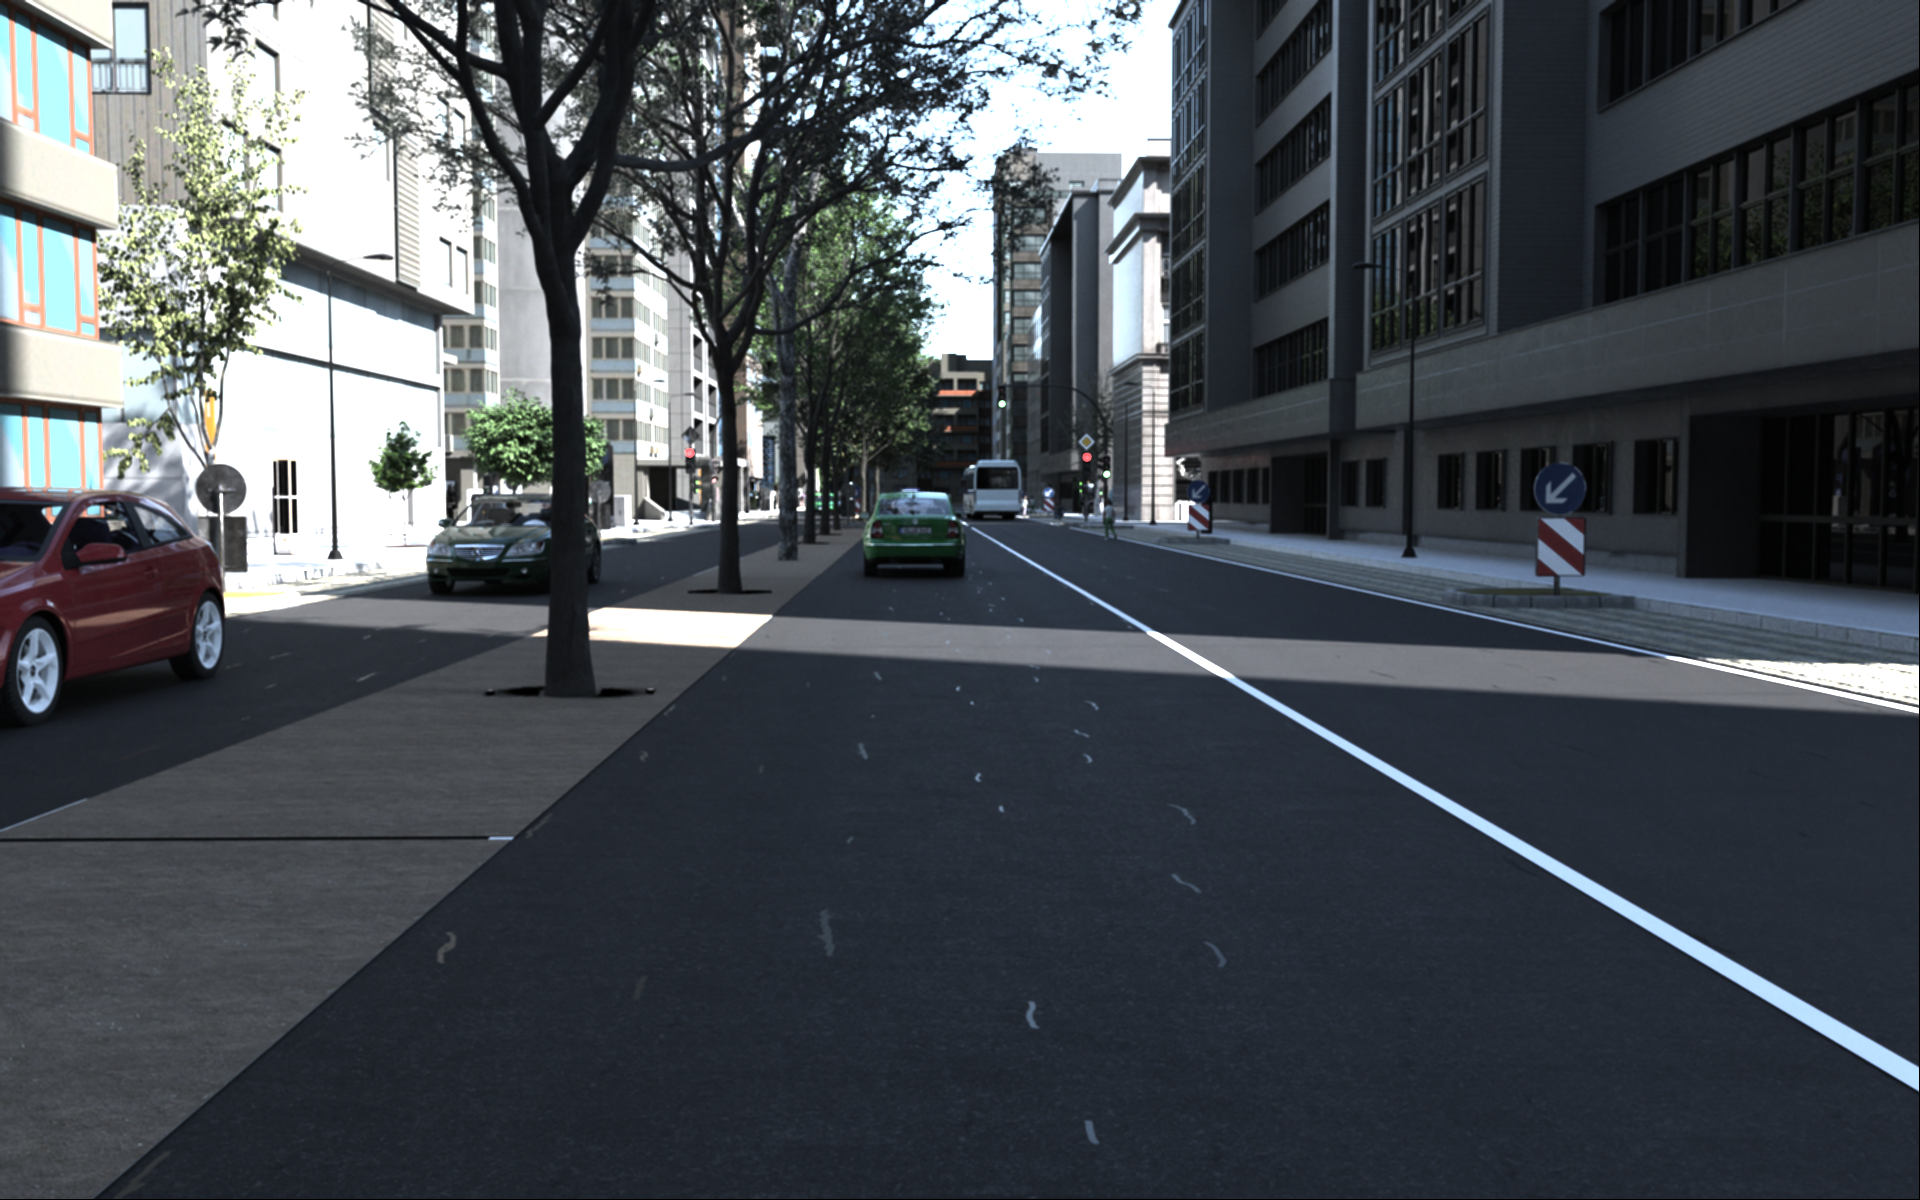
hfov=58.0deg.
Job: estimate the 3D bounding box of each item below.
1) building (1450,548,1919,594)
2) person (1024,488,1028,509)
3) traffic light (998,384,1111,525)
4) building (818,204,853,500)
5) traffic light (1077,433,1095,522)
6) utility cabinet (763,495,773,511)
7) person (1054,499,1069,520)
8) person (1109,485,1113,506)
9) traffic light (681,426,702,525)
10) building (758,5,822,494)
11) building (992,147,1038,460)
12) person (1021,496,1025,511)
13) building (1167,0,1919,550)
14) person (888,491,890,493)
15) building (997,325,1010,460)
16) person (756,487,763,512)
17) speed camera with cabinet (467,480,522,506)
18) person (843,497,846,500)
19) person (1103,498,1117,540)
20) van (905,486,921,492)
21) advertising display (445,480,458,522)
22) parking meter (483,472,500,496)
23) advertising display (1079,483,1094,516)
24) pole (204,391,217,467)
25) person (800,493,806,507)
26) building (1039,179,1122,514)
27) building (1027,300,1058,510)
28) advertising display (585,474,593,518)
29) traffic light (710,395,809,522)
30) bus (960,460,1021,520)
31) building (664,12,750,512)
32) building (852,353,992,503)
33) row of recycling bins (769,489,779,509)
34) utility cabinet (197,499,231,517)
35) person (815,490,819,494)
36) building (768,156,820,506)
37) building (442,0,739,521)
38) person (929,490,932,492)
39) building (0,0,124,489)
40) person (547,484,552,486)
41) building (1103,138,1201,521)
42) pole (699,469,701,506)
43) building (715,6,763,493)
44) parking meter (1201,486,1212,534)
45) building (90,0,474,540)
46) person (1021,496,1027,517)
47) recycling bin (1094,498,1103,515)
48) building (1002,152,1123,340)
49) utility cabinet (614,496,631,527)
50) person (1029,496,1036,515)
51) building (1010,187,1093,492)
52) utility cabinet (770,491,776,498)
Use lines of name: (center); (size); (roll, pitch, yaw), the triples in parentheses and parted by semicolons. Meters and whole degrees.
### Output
building: (16.789, -12.683, 26.436); (14.314, 24.678, 30.058); (0, 4, -2)
person: (5.794, -8.948, 152.360); (0.388, 1.821, 0.555); (1, 4, 15)
traffic light: (3.947, -5.949, 71.930); (4.771, 5.953, 1.251); (0, 4, -2)
building: (-26.231, -38.188, 248.067); (21.600, 48.544, 21.300); (0, 4, -2)
traffic light: (5.824, -5.577, 80.109); (0.839, 4.253, 0.868); (0, 4, -2)
utility cabinet: (-14.722, -7.406, 132.254); (1.020, 1.237, 0.306); (3, 4, 38)
person: (5.522, -4.967, 95.212); (1.012, 1.151, 0.738); (-2, 4, -31)
person: (8.336, -5.461, 95.346); (0.620, 1.820, 0.660); (-2, 4, -30)
traffic light: (-11.119, -5.060, 71.658); (0.839, 4.253, 0.868); (0, 4, -2)
building: (-33.348, -55.358, 217.776); (31.000, 86.520, 22.319); (0, 4, -2)
building: (11.385, -35.098, 223.965); (14.600, 45.320, 14.200); (0, 4, -2)
person: (4.886, -7.730, 135.062); (0.419, 1.800, 0.721); (-1, 4, -20)
building: (15.843, -14.517, 56.423); (14.314, 24.678, 30.058); (0, 4, -2)
person: (-8.087, -11.669, 200.002); (0.721, 1.735, 1.217); (-1, 4, -14)
building: (18.542, -21.040, 189.046); (27.650, 21.520, 28.899); (0, 4, -2)
person: (-14.416, -7.250, 125.004); (0.576, 1.772, 0.534); (1, 4, 17)
speed camera with cabinet: (-17.999, -4.439, 66.917); (2.038, 3.252, 0.660); (-1, 4, -17)
person: (-15.461, -13.651, 231.632); (1.348, 1.831, 0.705); (3, 5, 44)
person: (4.701, -2.544, 54.337); (0.306, 1.304, 0.590); (-2, 4, -28)
van: (-5.258, -11.522, 192.766); (2.240, 2.365, 5.245); (0, 4, 0)
advertising display: (-23.138, -4.493, 78.672); (0.974, 1.923, 0.123); (3, 5, 40)
parking meter: (-12.445, -2.465, 46.011); (0.255, 1.863, 0.399); (2, 4, 29)
advertising display: (7.563, -6.021, 103.653); (0.974, 1.923, 0.123); (-1, 4, -23)
pole: (-14.819, -2.474, 34.290); (0.158, 3.312, 0.155); (0, 3, 0)
person: (-15.493, -9.896, 171.070); (0.697, 1.427, 0.421); (-1, 4, -17)
building: (13.742, -18.597, 123.120); (14.314, 24.678, 30.058); (0, 4, -2)
building: (11.471, -17.888, 147.217); (10.420, 20.320, 16.860); (0, 4, -2)
advertising display: (-12.291, -3.192, 57.403); (0.123, 1.923, 0.974); (0, 4, -4)
traffic light: (-9.242, -6.426, 79.730); (4.771, 5.953, 1.251); (0, 4, -2)
bus: (1.735, -6.472, 100.672); (2.948, 3.499, 13.247); (0, 4, -3)
building: (-25.414, -41.646, 119.158); (20.563, 71.187, 20.611); (0, 4, -2)
building: (-0.868, -24.977, 253.420); (28.899, 21.520, 27.650); (0, 4, -2)
row of recycling bins: (-16.000, -8.509, 146.242); (1.069, 1.692, 3.534); (1, 4, 12)
utility cabinet: (-12.893, -1.304, 29.995); (0.318, 1.500, 1.173); (-1, 4, -11)
person: (-12.070, -8.404, 146.149); (0.529, 1.795, 0.600); (3, 5, 44)
building: (-23.129, -31.110, 192.242); (14.154, 41.232, 14.086); (0, 4, -2)
building: (-28.467, -24.336, 89.767); (32.217, 40.220, 23.993); (0, 4, -2)
person: (-2.876, -9.946, 170.744); (0.705, 1.869, 1.348); (0, 4, -7)
building: (-25.308, -10.046, 9.297); (27.650, 21.520, 28.899); (0, 4, -2)
person: (-8.313, -1.650, 35.831); (0.532, 1.782, 0.716); (2, 4, 27)
building: (19.883, -14.987, 86.836); (24.055, 21.916, 13.314); (0, 4, -2)
pole: (-16.270, -7.021, 108.639); (0.158, 3.312, 0.155); (0, 3, 0)
building: (-24.232, -30.290, 145.346); (14.600, 45.320, 14.200); (0, 4, -2)
parking meter: (8.015, -2.929, 56.304); (0.372, 1.533, 0.369); (0, 3, 0)
building: (-32.609, -28.585, 56.609); (27.495, 52.752, 28.713); (0, 4, -2)
person: (4.029, -5.859, 108.569); (0.425, 1.301, 0.394); (1, 4, 11)
recycling bin: (8.603, -5.659, 105.075); (0.722, 1.027, 0.722); (-2, 4, -30)
building: (11.987, -32.180, 209.731); (14.154, 41.232, 14.086); (0, 4, -2)
utility cabinet: (-13.450, -3.511, 68.567); (1.020, 1.237, 0.306); (3, 5, 44)
person: (5.021, -6.528, 119.483); (0.306, 1.304, 0.590); (-3, 4, -37)
building: (11.708, -24.185, 167.122); (14.160, 30.474, 14.107); (0, 4, -2)
utility cabinet: (-15.270, -7.927, 138.288); (1.173, 1.500, 0.318); (-3, 4, -39)
